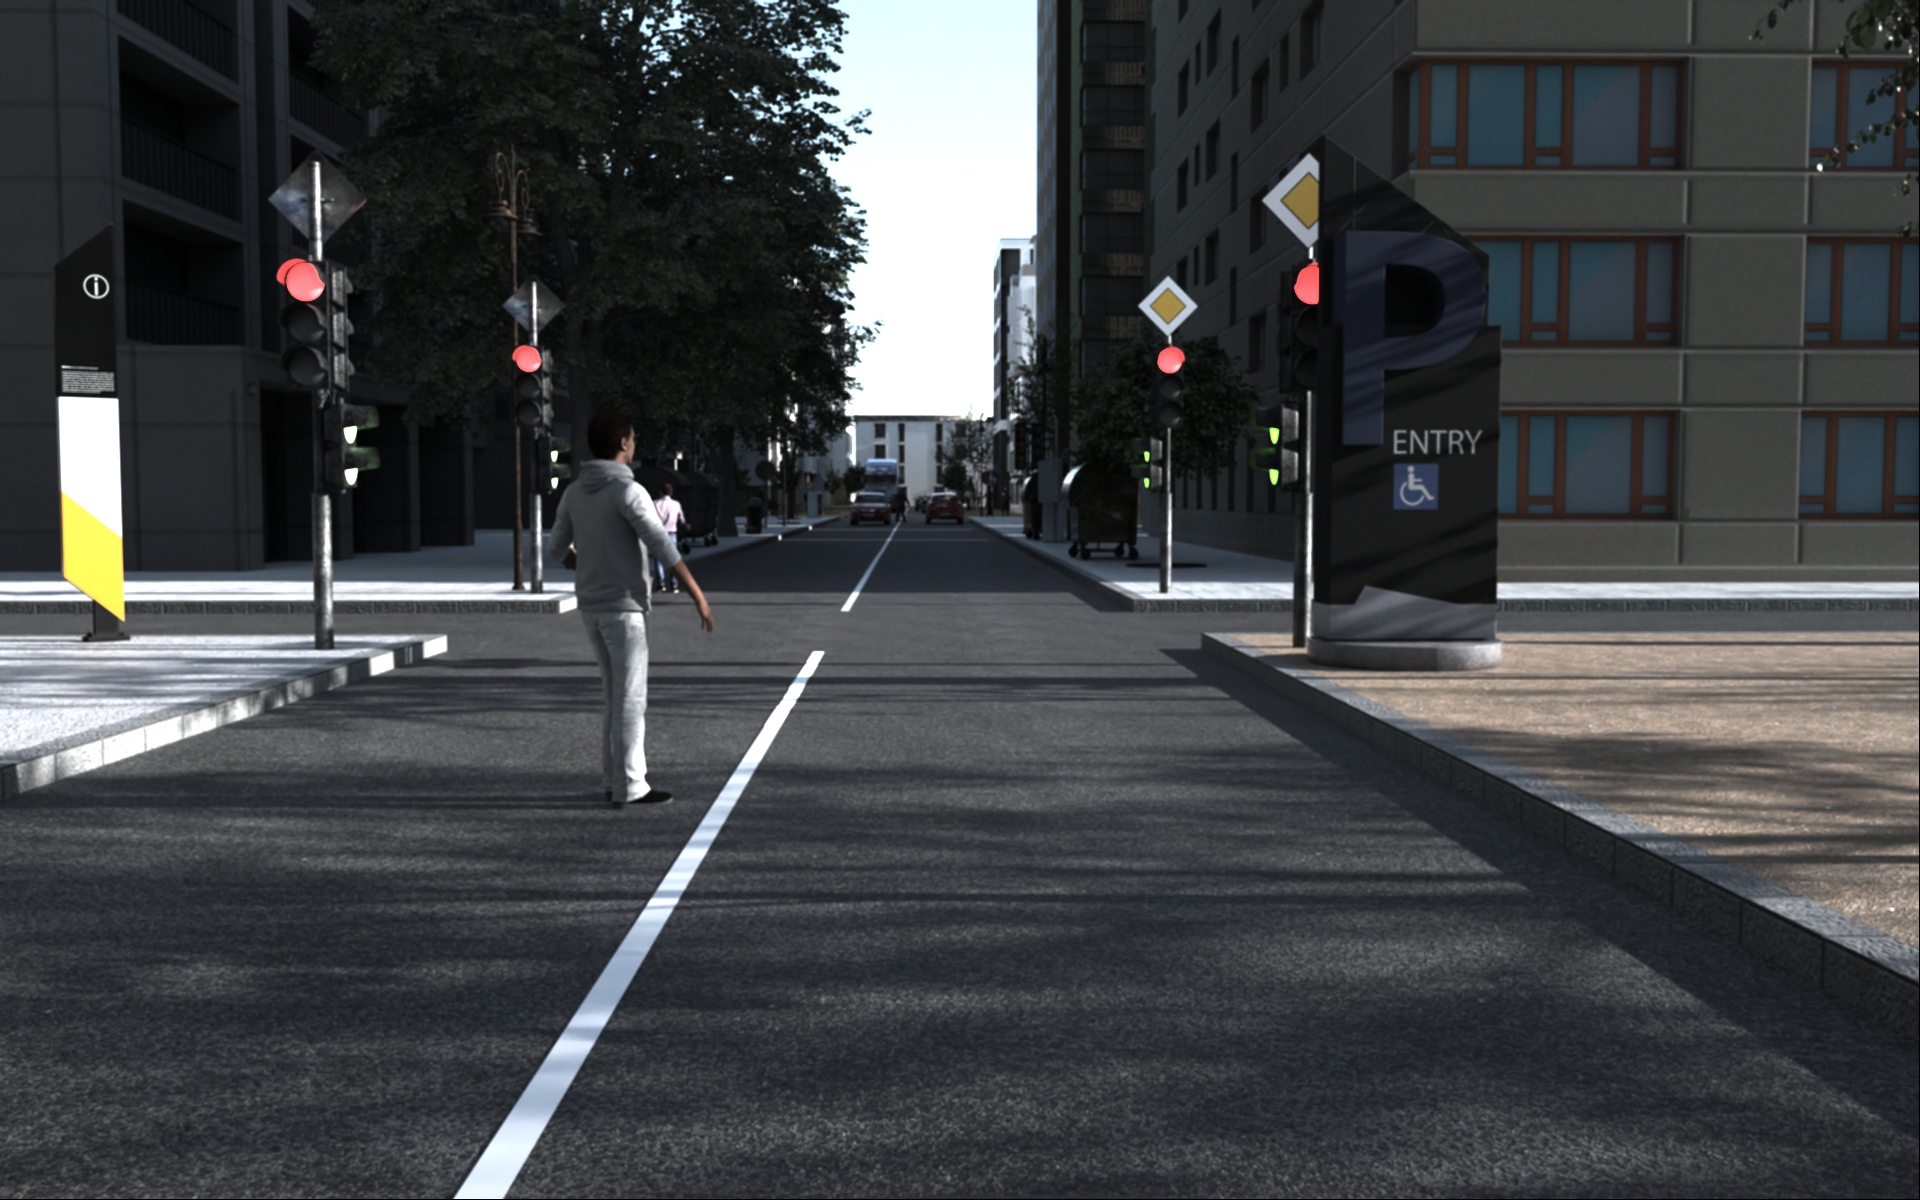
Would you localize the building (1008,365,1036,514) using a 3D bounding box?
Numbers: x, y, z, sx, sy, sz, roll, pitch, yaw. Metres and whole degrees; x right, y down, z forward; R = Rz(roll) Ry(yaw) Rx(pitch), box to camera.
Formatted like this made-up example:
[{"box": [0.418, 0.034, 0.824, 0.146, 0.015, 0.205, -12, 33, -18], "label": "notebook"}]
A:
[{"box": [8.400, -10.430, 112.680, 9.099, 9.664, 28.070, 0, 4, -1], "label": "building"}]

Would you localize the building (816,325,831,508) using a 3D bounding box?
[{"box": [-28.258, -18.059, 161.720, 31.486, 18.905, 16.747, 0, 4, -1], "label": "building"}]

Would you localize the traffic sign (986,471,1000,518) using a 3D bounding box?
[{"box": [1.779, -5.752, 94.144, 0.768, 2.556, 0.104, 0, 4, 3], "label": "traffic sign"}]

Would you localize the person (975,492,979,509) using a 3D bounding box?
[{"box": [1.415, -8.679, 148.033, 0.705, 1.812, 1.348, 0, 4, -3], "label": "person"}]

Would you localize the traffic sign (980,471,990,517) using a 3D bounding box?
[{"box": [1.505, -5.794, 94.845, 0.768, 2.556, 0.104, 0, 4, 3], "label": "traffic sign"}]

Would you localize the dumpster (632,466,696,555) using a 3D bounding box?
[{"box": [-6.307, -1.853, 36.057, 1.264, 1.857, 1.865, 0, 4, -2], "label": "dumpster"}]

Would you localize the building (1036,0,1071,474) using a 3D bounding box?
[{"box": [11.362, -26.912, 90.122, 14.600, 45.320, 14.200, 0, 4, -1], "label": "building"}]

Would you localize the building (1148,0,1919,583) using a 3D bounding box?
[{"box": [20.507, -11.832, 38.498, 28.899, 21.520, 27.650, 0, 4, -1], "label": "building"}]

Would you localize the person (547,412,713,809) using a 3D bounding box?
[{"box": [-1.510, 0.039, 8.009, 0.875, 1.805, 0.789, 3, 4, 37], "label": "person"}]

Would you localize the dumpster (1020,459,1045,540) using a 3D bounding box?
[{"box": [2.507, -2.827, 48.710, 1.502, 2.255, 1.985, 0, 4, -2], "label": "dumpster"}]

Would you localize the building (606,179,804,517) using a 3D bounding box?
[{"box": [-19.629, -15.083, 113.066, 16.747, 18.905, 31.486, 0, 4, -1], "label": "building"}]

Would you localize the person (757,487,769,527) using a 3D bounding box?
[{"box": [-7.748, -3.610, 67.272, 0.569, 1.553, 0.471, -3, 5, -43], "label": "person"}]

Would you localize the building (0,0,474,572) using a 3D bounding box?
[{"box": [-22.284, -36.594, 36.564, 20.563, 71.187, 20.611, 0, 4, -1], "label": "building"}]

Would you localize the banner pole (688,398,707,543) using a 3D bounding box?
[{"box": [-6.827, -3.372, 45.153, 0.401, 3.779, 0.863, -3, 5, -43], "label": "banner pole"}]

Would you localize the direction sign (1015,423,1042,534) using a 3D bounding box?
[{"box": [2.173, -3.861, 55.130, 0.876, 3.537, 0.379, 0, 4, -1], "label": "direction sign"}]

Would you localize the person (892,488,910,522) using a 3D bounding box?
[{"box": [-2.984, -4.852, 88.379, 0.990, 1.755, 0.434, -2, 4, -25], "label": "person"}]

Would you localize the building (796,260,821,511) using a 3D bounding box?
[{"box": [-19.765, -17.709, 145.957, 16.016, 20.091, 11.380, 0, 4, -1], "label": "building"}]

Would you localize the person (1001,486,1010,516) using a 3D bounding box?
[{"box": [2.656, -5.671, 99.298, 0.617, 1.759, 0.750, -1, 4, -12], "label": "person"}]

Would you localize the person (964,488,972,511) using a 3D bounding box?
[{"box": [0.548, -7.645, 131.975, 0.756, 1.711, 0.436, -2, 4, -31], "label": "person"}]

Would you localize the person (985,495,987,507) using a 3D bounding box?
[{"box": [2.774, -10.148, 172.884, 0.530, 1.710, 0.541, 0, 4, 1], "label": "person"}]

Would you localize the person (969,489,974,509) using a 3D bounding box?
[{"box": [1.006, -8.915, 152.466, 0.551, 1.740, 0.621, 1, 4, 18], "label": "person"}]

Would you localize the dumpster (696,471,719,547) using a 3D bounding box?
[{"box": [-6.606, -2.237, 42.340, 1.264, 1.857, 1.865, 0, 4, -2], "label": "dumpster"}]

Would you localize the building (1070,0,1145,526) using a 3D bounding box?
[{"box": [11.737, -24.005, 76.076, 14.154, 41.232, 14.086, 0, 4, -1], "label": "building"}]

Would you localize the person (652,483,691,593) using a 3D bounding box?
[{"box": [-4.270, -0.897, 25.132, 0.963, 1.587, 0.435, -3, 4, -36], "label": "person"}]

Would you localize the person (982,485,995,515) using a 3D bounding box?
[{"box": [1.743, -6.050, 104.925, 0.705, 1.831, 1.348, 3, 4, 37], "label": "person"}]

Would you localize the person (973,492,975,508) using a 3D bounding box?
[{"box": [1.256, -9.543, 162.782, 1.217, 1.736, 0.721, 1, 4, 19], "label": "person"}]

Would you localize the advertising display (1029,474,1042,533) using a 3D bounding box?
[{"box": [2.633, -3.145, 56.630, 0.974, 1.923, 0.123, 0, 4, -6], "label": "advertising display"}]

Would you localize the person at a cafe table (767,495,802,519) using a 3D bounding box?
[{"box": [-9.418, -4.901, 90.991, 1.726, 1.238, 1.698, -2, 4, -25], "label": "person at a cafe table"}]

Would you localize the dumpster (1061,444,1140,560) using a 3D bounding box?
[{"box": [2.830, -1.953, 34.421, 1.502, 2.255, 1.985, 0, 4, -1], "label": "dumpster"}]

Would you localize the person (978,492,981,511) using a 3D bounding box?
[{"box": [1.504, -7.645, 134.231, 0.628, 1.438, 0.799, -1, 4, -12], "label": "person"}]

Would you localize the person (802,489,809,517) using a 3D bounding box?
[{"box": [-8.577, -5.422, 96.907, 0.569, 1.553, 0.471, 0, 4, 2], "label": "person"}]

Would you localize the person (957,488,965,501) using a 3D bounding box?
[{"box": [0.086, -8.617, 146.925, 1.348, 1.824, 0.705, -2, 4, -28], "label": "person"}]

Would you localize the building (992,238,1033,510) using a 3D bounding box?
[{"box": [16.765, -19.020, 154.955, 27.936, 21.610, 32.646, 0, 4, -1], "label": "building"}]

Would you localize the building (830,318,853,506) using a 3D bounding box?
[{"box": [-17.825, -20.524, 191.988, 11.380, 20.091, 16.016, 0, 4, -1], "label": "building"}]

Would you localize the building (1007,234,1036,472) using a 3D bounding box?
[{"box": [11.713, -16.863, 132.136, 16.016, 20.091, 11.380, 0, 4, -1], "label": "building"}]

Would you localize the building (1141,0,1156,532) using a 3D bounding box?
[{"box": [13.191, -17.672, 60.644, 14.160, 30.474, 14.107, 0, 4, -1], "label": "building"}]

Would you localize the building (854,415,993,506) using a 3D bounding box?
[{"box": [2.645, -15.066, 188.483, 28.070, 9.664, 9.099, 0, 4, -1], "label": "building"}]

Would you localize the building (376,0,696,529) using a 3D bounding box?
[{"box": [-27.353, -22.982, 67.639, 32.217, 40.220, 23.993, 0, 4, -1], "label": "building"}]
